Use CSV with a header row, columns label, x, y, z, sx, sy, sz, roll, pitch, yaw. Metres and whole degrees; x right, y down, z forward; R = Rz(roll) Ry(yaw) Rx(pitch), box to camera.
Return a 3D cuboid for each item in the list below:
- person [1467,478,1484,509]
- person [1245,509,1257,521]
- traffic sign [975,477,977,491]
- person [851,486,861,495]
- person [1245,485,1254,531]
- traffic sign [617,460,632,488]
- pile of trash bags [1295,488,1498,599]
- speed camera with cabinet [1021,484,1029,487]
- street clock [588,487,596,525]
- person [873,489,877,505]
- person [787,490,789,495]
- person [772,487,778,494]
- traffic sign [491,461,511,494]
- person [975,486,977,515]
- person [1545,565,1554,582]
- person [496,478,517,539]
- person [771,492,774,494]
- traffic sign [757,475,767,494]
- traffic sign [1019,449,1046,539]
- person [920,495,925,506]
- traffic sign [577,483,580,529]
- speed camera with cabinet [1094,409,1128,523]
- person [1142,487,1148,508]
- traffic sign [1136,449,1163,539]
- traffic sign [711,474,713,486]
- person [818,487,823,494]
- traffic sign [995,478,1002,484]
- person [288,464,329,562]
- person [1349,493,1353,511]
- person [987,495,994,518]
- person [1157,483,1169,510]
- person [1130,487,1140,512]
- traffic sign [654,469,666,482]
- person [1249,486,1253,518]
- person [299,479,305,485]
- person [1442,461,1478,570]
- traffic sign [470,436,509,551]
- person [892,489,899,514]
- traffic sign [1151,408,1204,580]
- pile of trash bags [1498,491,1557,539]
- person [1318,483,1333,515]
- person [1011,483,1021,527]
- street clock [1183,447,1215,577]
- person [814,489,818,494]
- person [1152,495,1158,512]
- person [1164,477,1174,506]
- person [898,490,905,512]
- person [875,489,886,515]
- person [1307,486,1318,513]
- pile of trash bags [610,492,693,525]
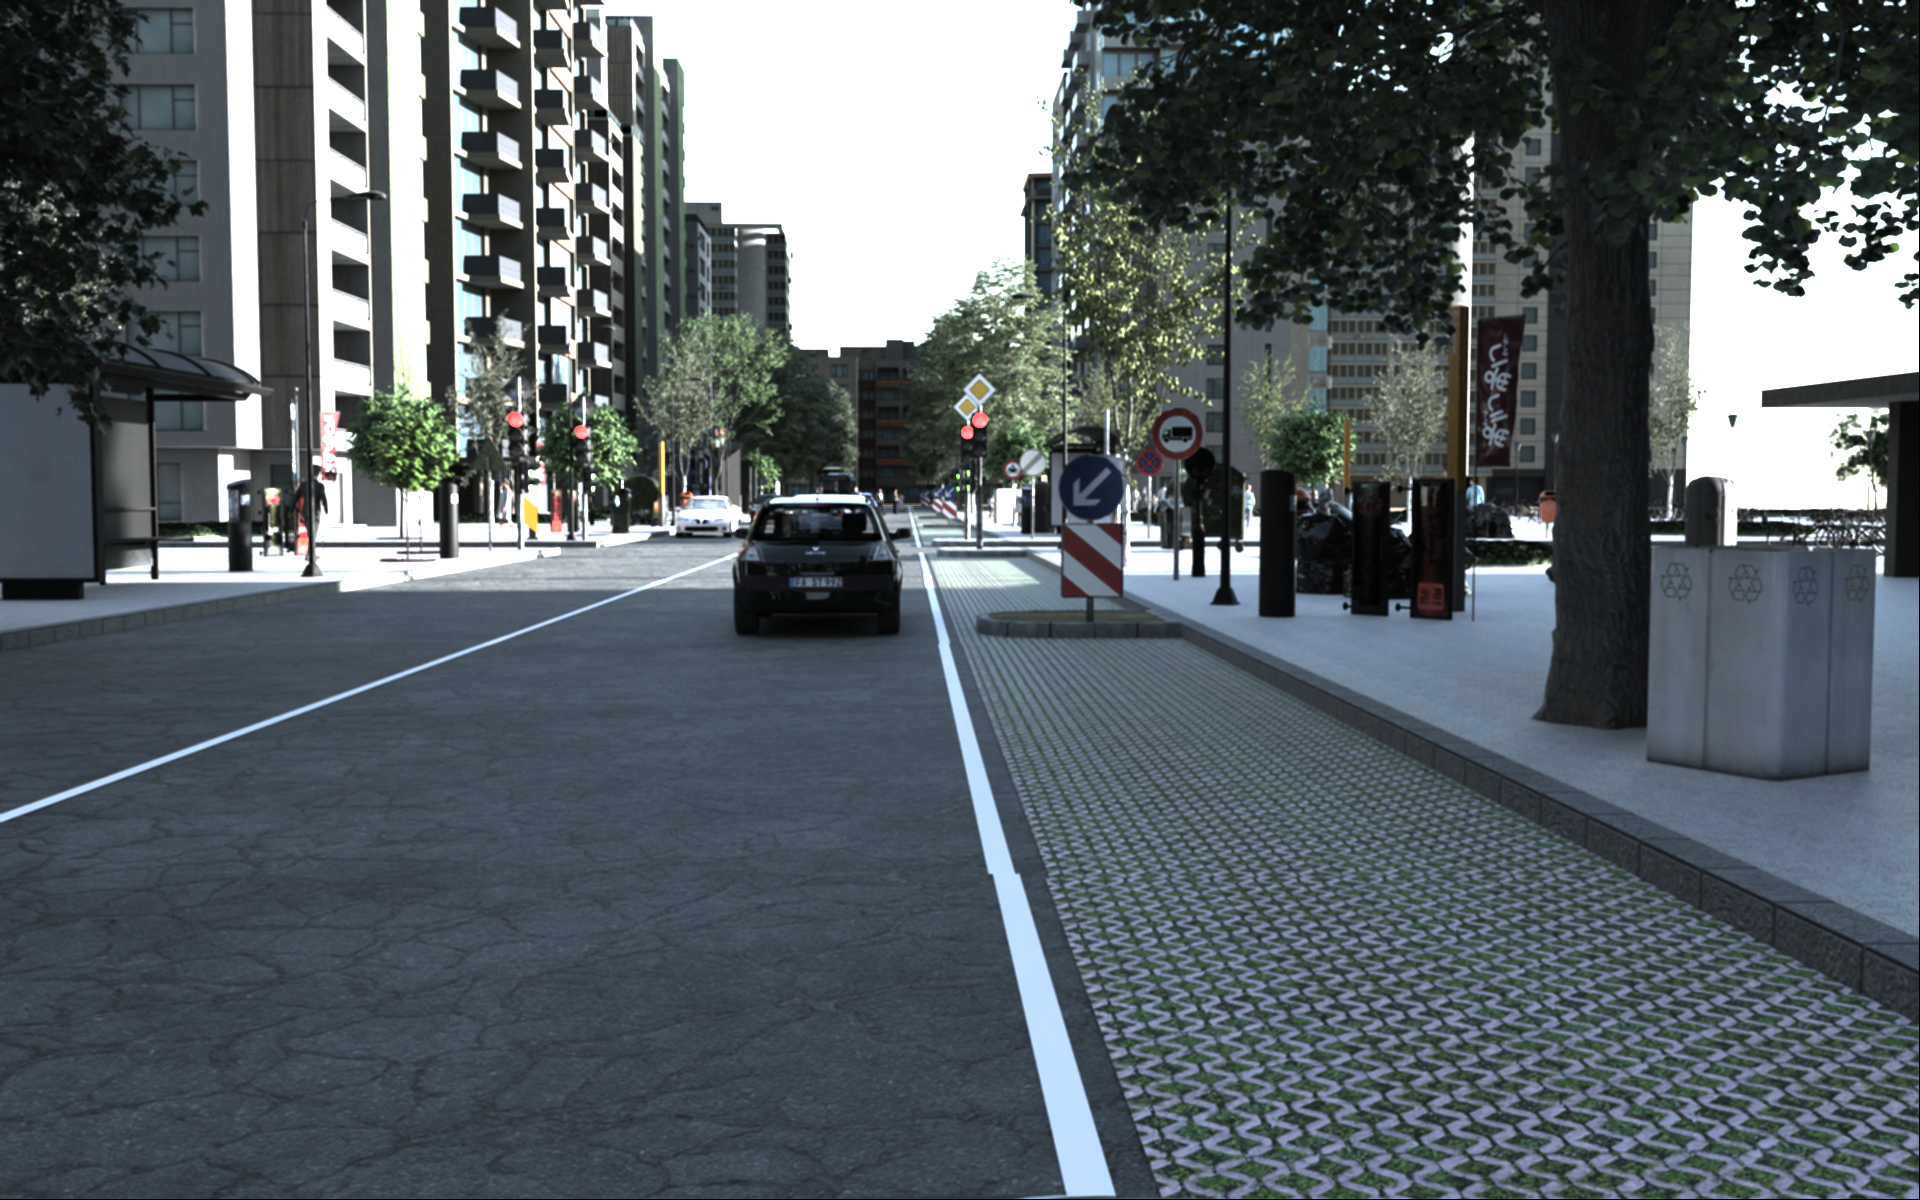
label,x,y,z,sx,sy,sz,roll,pitch,yaw
person,17.944,-3.341,60.530,0.638,1.841,0.748,2,4,27
person,13.465,-4.269,81.332,0.738,1.151,1.012,-1,4,-12
traffic sign,1.155,-7.471,122.251,0.768,2.556,0.104,0,4,8
person,-5.224,-4.733,85.978,0.694,1.812,0.767,1,4,23
person,10.024,-3.219,60.477,0.589,1.601,0.330,3,5,39
traffic sign,-12.335,-3.858,63.183,0.768,2.556,0.104,0,4,4
pile of trash bags,5.134,-0.802,22.860,1.912,1.369,3.447,-1,4,-23
speed camera with cabinet,4.051,-6.496,100.539,0.660,3.252,2.038,1,4,17
street clock,-15.197,-4.091,71.463,0.358,2.002,0.471,-1,4,-20
person,-6.792,-7.995,139.230,1.348,1.823,0.705,2,4,26
person,-18.842,-11.133,188.787,0.721,1.735,1.217,-1,4,-17
person,-10.154,-5.268,94.822,0.419,1.800,0.721,-2,4,-23
traffic sign,-14.336,-3.179,54.102,0.606,2.300,0.079,0,4,0
person,1.124,-6.121,106.537,0.534,1.772,0.576,-1,4,-11
person,8.808,-1.136,24.718,0.850,1.850,0.679,2,4,29
person,-12.916,-2.597,49.253,0.466,1.731,0.760,1,4,19
person,-20.347,-11.162,189.329,1.217,1.735,0.721,1,4,14
traffic sign,-13.431,-7.160,117.179,0.768,2.556,0.104,0,4,6
traffic sign,2.055,-2.991,49.015,0.768,2.556,0.104,0,4,3
person,-4.095,-11.254,193.039,0.617,1.759,0.750,1,4,10
traffic sign,-13.757,-3.814,62.468,0.768,2.556,0.104,0,4,-1
speed camera with cabinet,3.418,-2.784,39.861,0.660,3.252,2.038,1,4,16
person,13.128,-7.112,122.493,0.590,1.801,0.661,2,4,33
traffic sign,5.341,-2.986,48.923,0.768,2.556,0.104,0,4,4
traffic sign,-15.929,-6.723,110.030,0.768,2.556,0.104,0,4,7
person,-7.063,-4.905,88.868,0.590,1.801,0.661,0,4,-1
traffic sign,2.283,-5.746,94.054,0.768,2.556,0.104,0,4,1
person,-12.322,-1.663,33.016,0.659,1.850,0.755,1,4,11
person,11.143,-2.494,48.627,0.589,1.601,0.330,0,4,-5
person,1.624,-4.914,91.074,0.352,1.250,0.332,-2,4,-32
person,10.262,-4.971,87.171,0.661,1.843,0.795,0,4,1
person,12.043,-6.905,119.209,0.678,1.792,0.850,0,4,-7
traffic sign,-14.993,-5.276,86.366,0.768,2.556,0.104,0,4,3
person,15.430,-5.263,92.522,0.576,1.772,0.534,1,4,21
person,-21.665,-3.114,57.304,0.623,1.781,0.721,1,4,21
person,8.316,-1.419,29.150,0.836,1.842,0.656,0,4,-7
traffic sign,-10.517,-2.367,38.701,0.884,2.594,0.081,0,4,6
person,-4.698,-7.184,125.965,0.705,1.823,1.348,-1,4,-20
traffic sign,3.225,-1.569,25.754,0.768,2.556,0.104,0,4,5
pile of trash bags,15.699,-2.491,50.475,3.447,1.369,1.912,0,4,8
person,15.448,-4.103,73.299,0.590,1.801,0.661,-3,5,-43
person,2.307,-3.691,67.402,0.512,1.701,0.522,-3,5,-40
street clock,3.705,-1.364,26.865,0.471,2.002,0.358,0,4,0
person,-9.568,-6.479,115.021,0.643,1.750,0.593,-3,4,-36
person,11.843,-5.784,105.300,0.352,1.250,0.332,-1,4,-15
person,6.772,-2.802,52.080,1.509,1.804,0.699,3,5,42
person,-4.811,-8.029,140.438,0.551,1.740,0.621,-3,5,-45
person,-5.332,-6.567,116.272,0.834,1.777,0.661,3,5,40
person,13.431,-3.631,66.242,0.643,1.720,0.563,-3,5,-41
pile of trash bags,-12.819,-3.830,72.373,3.447,1.369,1.912,-2,4,-24
